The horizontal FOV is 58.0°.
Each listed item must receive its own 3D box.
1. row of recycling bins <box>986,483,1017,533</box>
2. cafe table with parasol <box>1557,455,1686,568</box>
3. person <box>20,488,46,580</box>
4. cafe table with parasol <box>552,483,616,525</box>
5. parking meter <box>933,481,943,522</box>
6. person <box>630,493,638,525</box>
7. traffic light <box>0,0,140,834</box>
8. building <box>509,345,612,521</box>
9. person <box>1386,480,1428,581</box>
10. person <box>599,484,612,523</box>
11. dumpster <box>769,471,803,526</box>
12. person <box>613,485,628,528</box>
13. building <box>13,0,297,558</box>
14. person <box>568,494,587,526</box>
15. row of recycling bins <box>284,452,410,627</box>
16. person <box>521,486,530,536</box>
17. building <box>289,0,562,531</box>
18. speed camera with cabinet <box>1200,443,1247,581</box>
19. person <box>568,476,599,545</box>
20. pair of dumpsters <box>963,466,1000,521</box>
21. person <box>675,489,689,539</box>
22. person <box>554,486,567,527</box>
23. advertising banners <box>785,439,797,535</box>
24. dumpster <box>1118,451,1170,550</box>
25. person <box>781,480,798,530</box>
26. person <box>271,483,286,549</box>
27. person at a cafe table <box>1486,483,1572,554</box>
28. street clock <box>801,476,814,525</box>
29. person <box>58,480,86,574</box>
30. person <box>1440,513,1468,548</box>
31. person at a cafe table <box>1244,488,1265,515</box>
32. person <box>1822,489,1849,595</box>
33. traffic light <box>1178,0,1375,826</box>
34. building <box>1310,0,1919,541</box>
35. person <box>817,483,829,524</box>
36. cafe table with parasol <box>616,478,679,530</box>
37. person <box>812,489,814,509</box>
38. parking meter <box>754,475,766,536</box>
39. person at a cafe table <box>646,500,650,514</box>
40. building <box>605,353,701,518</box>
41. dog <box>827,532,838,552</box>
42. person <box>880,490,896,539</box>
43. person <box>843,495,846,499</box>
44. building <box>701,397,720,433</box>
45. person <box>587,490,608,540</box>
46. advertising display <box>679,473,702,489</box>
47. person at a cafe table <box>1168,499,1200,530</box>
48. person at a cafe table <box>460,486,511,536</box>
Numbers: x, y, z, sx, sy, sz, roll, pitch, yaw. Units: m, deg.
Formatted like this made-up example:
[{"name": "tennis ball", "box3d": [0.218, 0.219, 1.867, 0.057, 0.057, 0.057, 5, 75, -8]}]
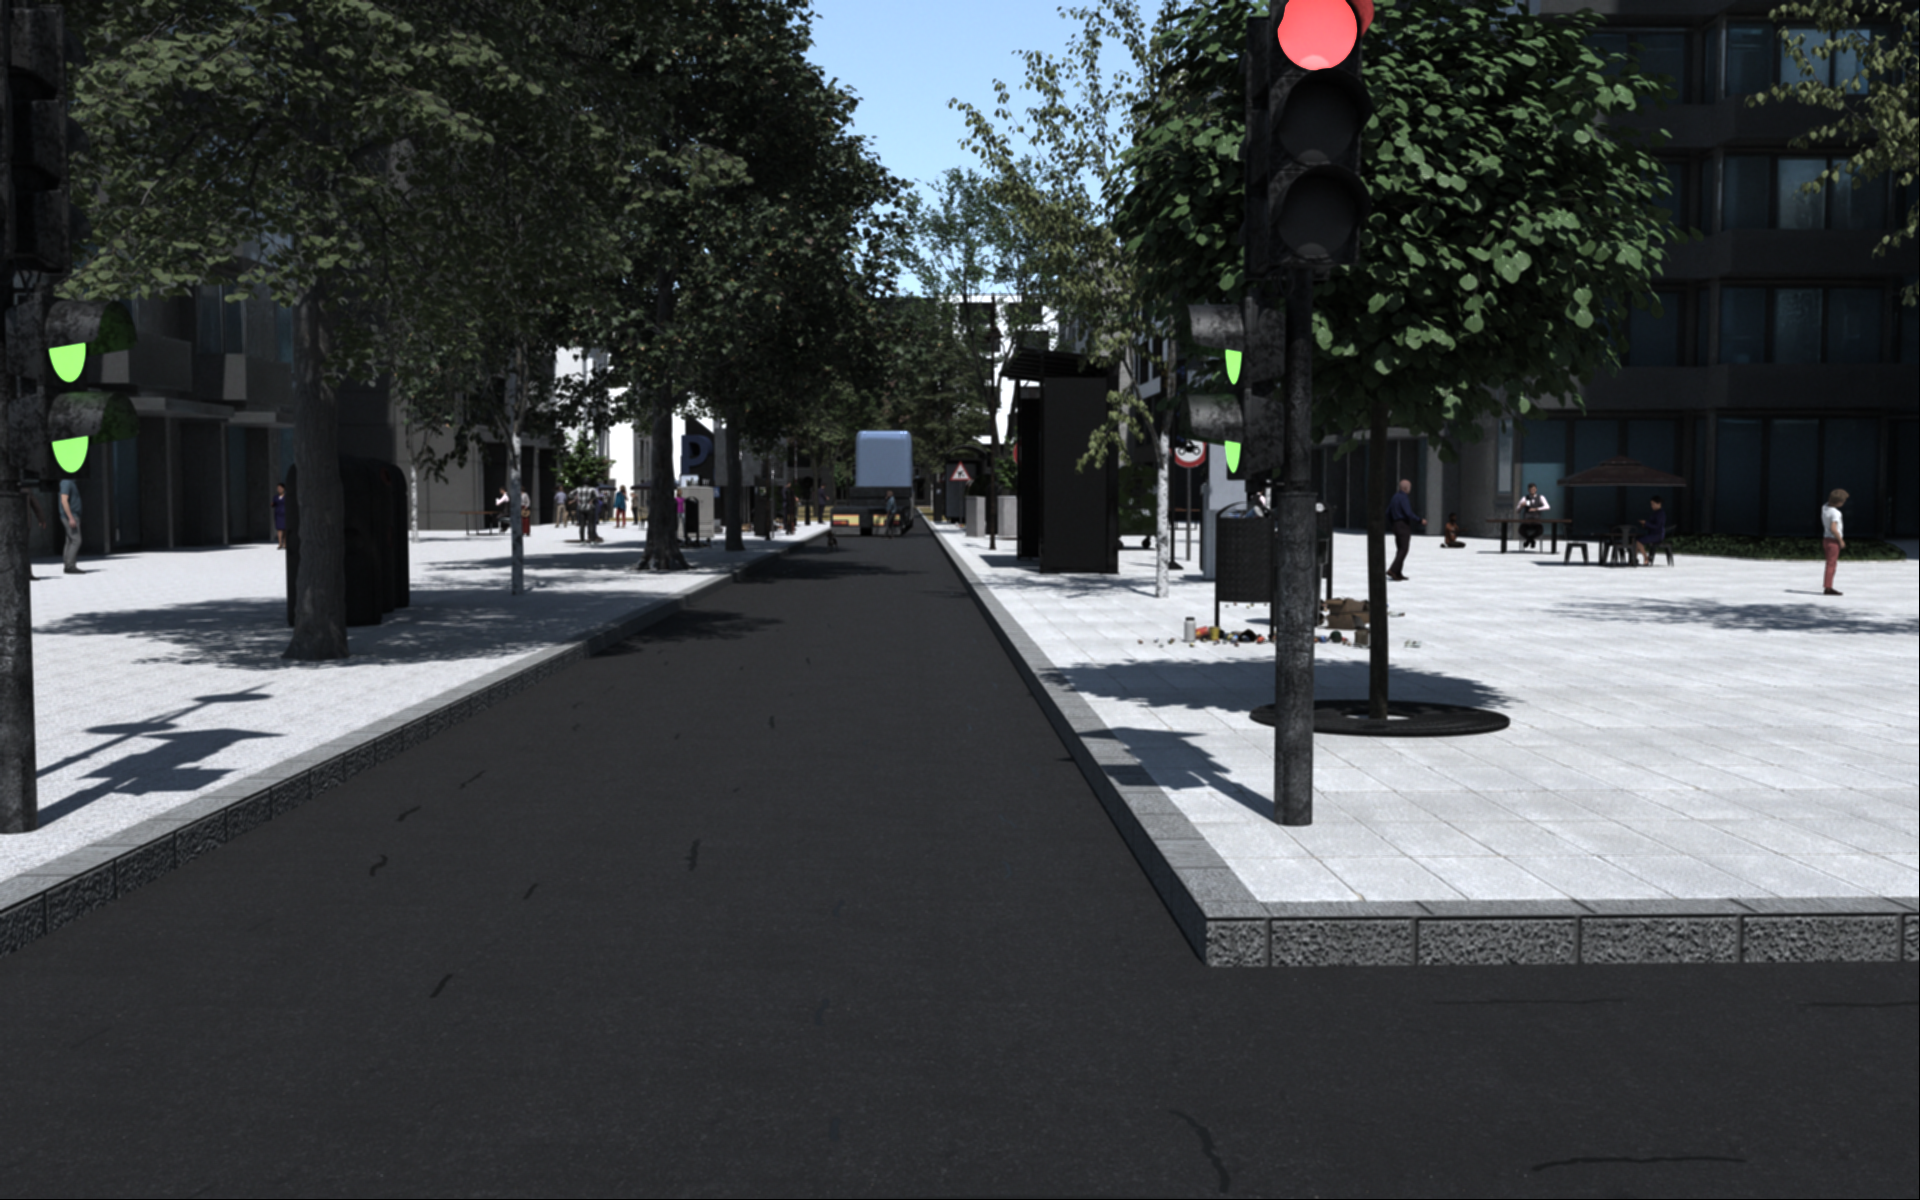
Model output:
[{"name": "row of recycling bins", "box3d": [1.454, -3.086, 57.575, 1.069, 1.692, 3.534, 1, 4, 10]}, {"name": "cafe table with parasol", "box3d": [11.668, -1.579, 30.686, 2.610, 1.966, 2.610, -1, 4, -22]}, {"name": "person", "box3d": [-13.883, -1.157, 25.511, 0.434, 1.755, 0.990, 2, 4, 28]}, {"name": "cafe table with parasol", "box3d": [-15.757, -4.148, 72.682, 2.610, 1.966, 2.610, 0, 4, -4]}, {"name": "parking meter", "box3d": [-1.006, -4.519, 79.602, 0.399, 1.863, 0.255, -1, 4, -19]}, {"name": "person", "box3d": [-13.626, -3.830, 72.574, 0.435, 1.345, 0.340, 1, 4, 22]}, {"name": "traffic light", "box3d": [-3.578, -1.074, 6.477, 0.839, 4.253, 0.868, 0, 4, -2]}, {"name": "building", "box3d": [-26.144, -14.101, 86.974, 16.016, 20.091, 11.380, 0, 4, -2]}, {"name": "person", "box3d": [6.628, -1.038, 25.701, 0.600, 1.496, 0.574, 1, 4, 12]}, {"name": "person", "box3d": [-15.770, -4.307, 77.179, 0.376, 1.734, 0.841, -3, 5, -42]}, {"name": "dumpster", "box3d": [-7.073, -4.067, 68.990, 1.502, 2.255, 1.985, 0, 4, -2]}, {"name": "person", "box3d": [-12.841, -3.534, 65.521, 0.444, 1.614, 0.593, -3, 4, -36]}, {"name": "building", "box3d": [-28.405, -25.460, 35.876, 23.786, 49.044, 30.456, 0, 4, -2]}, {"name": "person", "box3d": [-15.111, -3.732, 69.022, 0.963, 1.587, 0.435, 0, 4, 2]}, {"name": "row of recycling bins", "box3d": [-6.447, -0.680, 18.232, 1.069, 1.692, 3.534, -1, 4, -12]}, {"name": "person", "box3d": [-13.287, -2.702, 52.689, 0.523, 1.526, 0.387, 1, 4, 22]}, {"name": "building", "box3d": [-27.436, -38.561, 68.716, 20.563, 71.187, 20.611, 0, 4, -2]}, {"name": "speed camera with cabinet", "box3d": [3.858, -1.899, 25.382, 0.660, 3.252, 2.038, 0, 4, 5]}, {"name": "person", "box3d": [-9.466, -2.269, 43.861, 0.841, 1.734, 0.376, 1, 4, 18]}, {"name": "pair of dumpsters", "box3d": [0.960, -3.628, 61.817, 1.574, 2.255, 4.437, 0, 4, -2]}, {"name": "person", "box3d": [-7.727, -2.381, 48.211, 0.726, 1.435, 0.776, -2, 4, -34]}, {"name": "person", "box3d": [-15.376, -3.583, 66.694, 0.516, 1.574, 0.319, -2, 4, -26]}, {"name": "advertising banners", "box3d": [-5.317, -3.585, 54.798, 0.090, 3.025, 2.074, 0, 4, 4]}, {"name": "dumpster", "box3d": [4.005, -2.304, 40.158, 1.502, 2.255, 1.985, 0, 4, -2]}, {"name": "person", "box3d": [-5.993, -3.354, 61.323, 0.568, 1.767, 0.683, 1, 4, 16]}, {"name": "person", "box3d": [-15.743, -1.942, 40.172, 0.453, 1.535, 0.546, -2, 4, -25]}, {"name": "person at a cafe table", "box3d": [12.406, -1.784, 37.676, 1.698, 1.524, 1.622, 1, 4, 22]}, {"name": "street clock", "box3d": [-6.262, -4.069, 71.099, 0.471, 2.002, 0.358, -1, 4, -17]}, {"name": "person", "box3d": [-14.321, -1.334, 27.987, 0.434, 1.807, 0.598, -1, 4, -10]}, {"name": "person", "box3d": [11.845, -1.651, 41.327, 0.859, 0.850, 0.655, -3, 5, -43]}, {"name": "person at a cafe table", "box3d": [9.208, -2.653, 51.894, 1.622, 1.524, 1.698, -3, 5, -41]}, {"name": "person", "box3d": [11.124, -0.739, 22.035, 0.340, 1.345, 0.435, 0, 4, -6]}, {"name": "traffic light", "box3d": [1.281, -1.084, 6.642, 0.839, 4.253, 0.868, 0, 4, -2]}, {"name": "building", "box3d": [24.397, -26.902, 59.450, 23.786, 49.044, 30.456, 0, 4, -2]}, {"name": "person", "box3d": [-5.910, -4.190, 75.001, 0.568, 1.767, 0.683, -3, 4, -36]}, {"name": "cafe table with parasol", "box3d": [-10.503, -3.469, 61.578, 2.610, 1.966, 2.610, -2, 4, -27]}, {"name": "person", "box3d": [-11.490, -7.998, 137.494, 0.721, 1.739, 1.217, -1, 4, -18]}, {"name": "parking meter", "box3d": [-6.067, -2.871, 52.654, 0.255, 1.863, 0.399, -2, 4, -30]}, {"name": "person at a cafe table", "box3d": [-11.022, -3.486, 65.504, 1.622, 1.524, 1.698, -2, 4, -23]}, {"name": "building", "box3d": [-22.556, -10.122, 107.643, 9.099, 9.664, 28.070, 0, 4, -2]}, {"name": "dog", "box3d": [-3.172, -1.453, 43.053, 0.406, 0.507, 0.540, -2, 4, -28]}, {"name": "person", "box3d": [-2.234, -2.708, 54.990, 0.429, 1.552, 0.499, 2, 4, 29]}, {"name": "person", "box3d": [-8.443, -7.607, 130.434, 0.705, 1.821, 1.348, -2, 4, -25]}, {"name": "building", "box3d": [-34.101, -12.227, 142.050, 28.070, 9.664, 9.099, 0, 4, -2]}, {"name": "person", "box3d": [-10.192, -2.614, 48.652, 0.709, 1.838, 0.599, 3, 5, 45]}, {"name": "advertising display", "box3d": [-8.449, -3.008, 54.387, 0.974, 1.923, 0.123, 3, 5, 41]}, {"name": "person at a cafe table", "box3d": [7.682, -3.167, 62.640, 1.726, 1.238, 1.698, -1, 4, -10]}, {"name": "person at a cafe table", "box3d": [-14.565, -2.788, 54.103, 1.622, 1.524, 1.698, 0, 4, 1]}]
